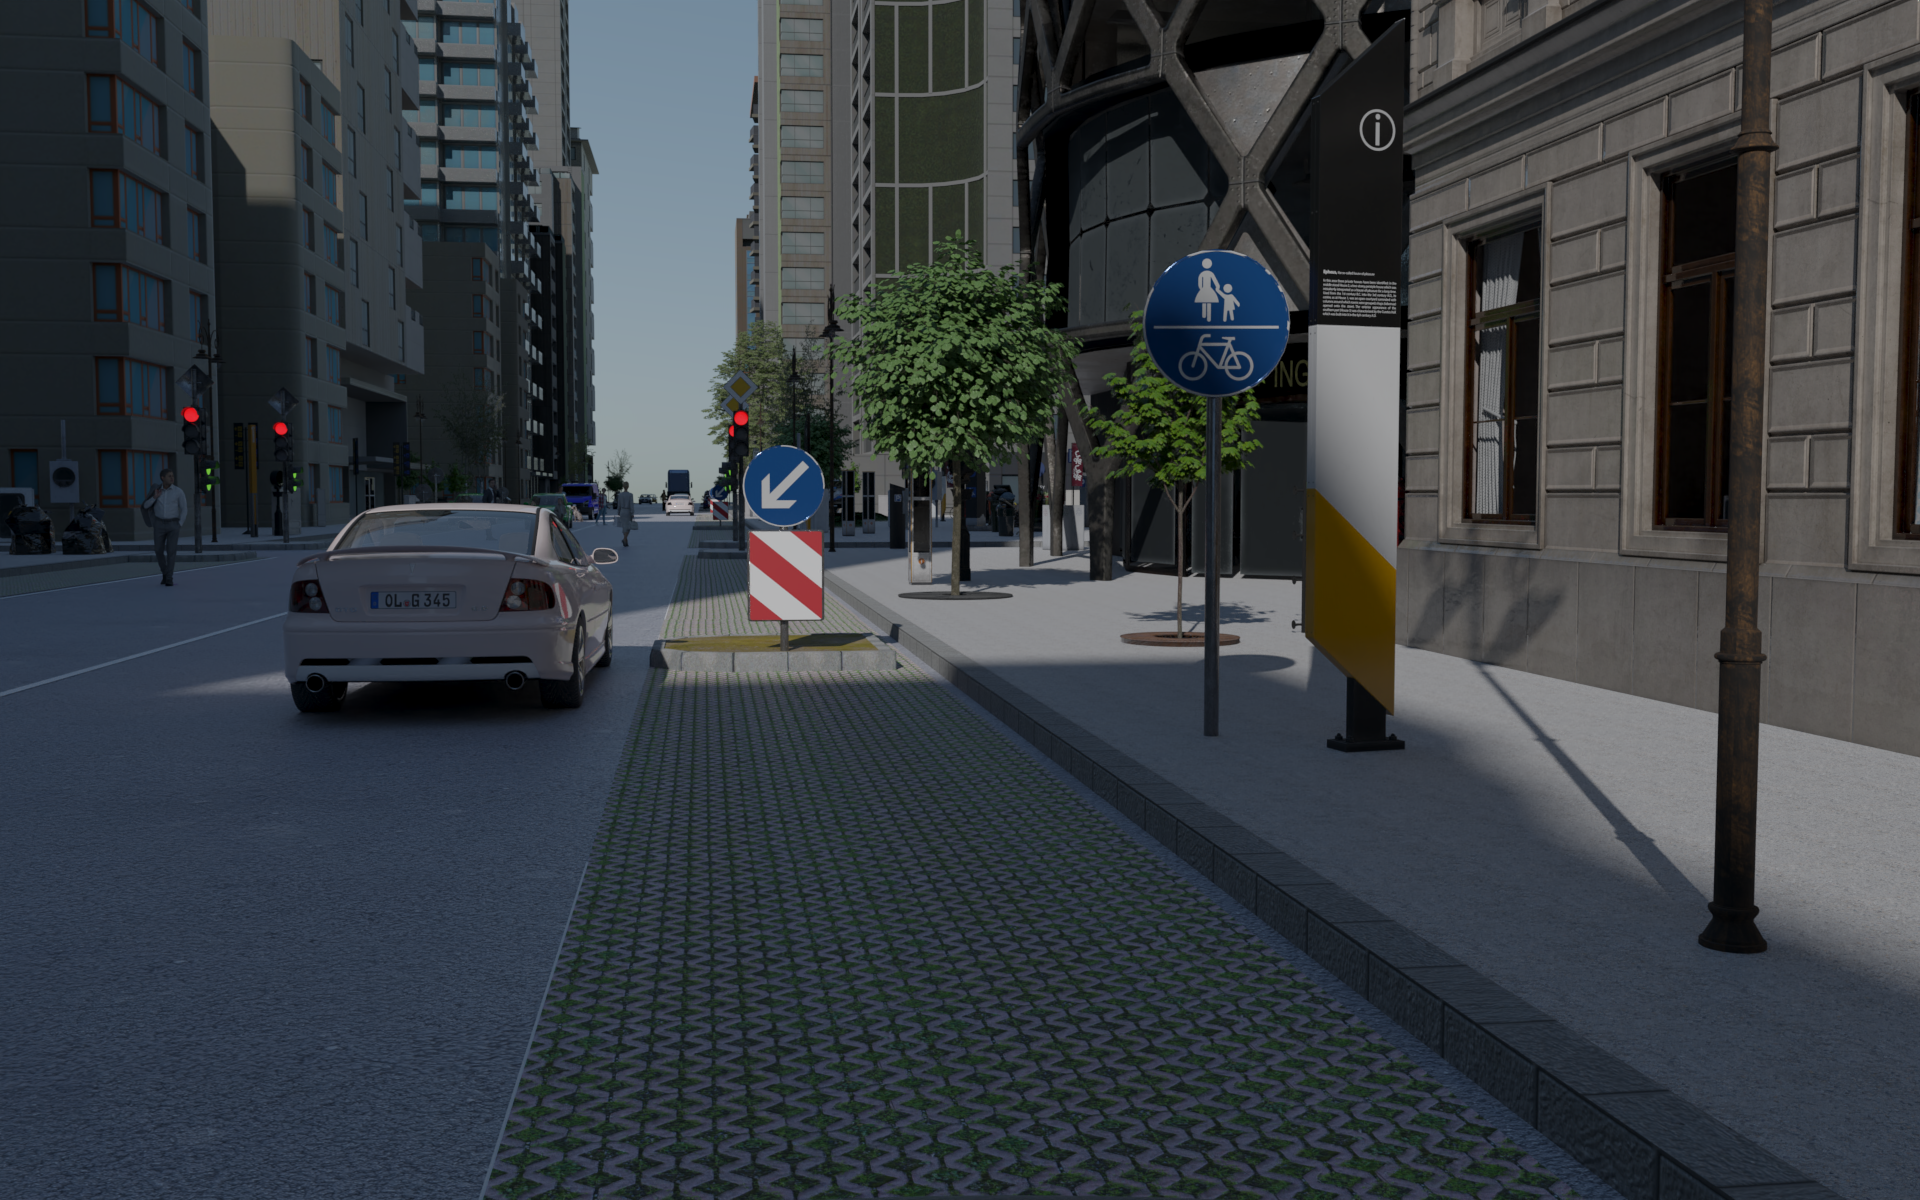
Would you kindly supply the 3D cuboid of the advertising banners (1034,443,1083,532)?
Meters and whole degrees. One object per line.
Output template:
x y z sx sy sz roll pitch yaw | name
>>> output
3.296 -3.833 58.854 2.074 3.025 0.090 -1 4 -15 | advertising banners

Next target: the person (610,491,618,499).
-36.928 -10.835 185.784 0.705 1.807 1.348 3 5 42 | person

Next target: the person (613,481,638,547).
-9.127 -2.341 47.126 0.694 1.780 0.624 2 4 30 | person

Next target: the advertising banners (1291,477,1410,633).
4.077 -1.220 16.135 2.074 3.025 0.090 -1 4 -14 | advertising banners

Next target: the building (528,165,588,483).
-52.788 -32.154 209.305 14.154 41.232 14.086 -1 4 -8 | building

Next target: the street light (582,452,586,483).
-41.023 -13.243 189.308 0.468 5.910 1.993 -1 4 -8 | street light

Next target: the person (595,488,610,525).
-16.488 -4.313 79.850 0.643 1.720 0.563 2 4 30 | person

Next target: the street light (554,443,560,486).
-36.120 -11.178 155.547 0.468 5.910 1.993 -1 4 -8 | street light

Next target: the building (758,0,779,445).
-7.230 -37.374 153.058 21.231 58.520 28.212 -1 4 -8 | building

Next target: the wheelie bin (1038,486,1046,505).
2.950 -3.770 69.547 0.980 1.594 0.693 -2 4 -35 | wheelie bin

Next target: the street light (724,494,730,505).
-28.374 -14.565 210.930 0.468 5.910 1.993 -1 4 -8 | street light

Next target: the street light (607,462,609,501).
-48.056 -16.147 236.791 0.468 5.910 1.993 -1 4 -8 | street light

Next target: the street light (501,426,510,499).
-29.833 -8.617 113.675 0.468 5.910 1.993 -1 4 -8 | street light

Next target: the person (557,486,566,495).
-17.981 -4.236 77.856 0.616 1.811 0.778 -2 4 -24 | person

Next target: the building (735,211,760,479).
-28.296 -38.116 273.304 14.600 45.320 14.200 -1 4 -8 | building

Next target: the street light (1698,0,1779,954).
2.194 -1.954 4.740 0.468 5.910 1.993 -1 4 -8 | street light

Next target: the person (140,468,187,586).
-12.488 -1.136 27.182 0.679 1.850 0.850 -1 4 -17 | person

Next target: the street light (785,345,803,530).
-5.159 -4.963 53.938 0.468 5.910 1.993 -1 4 -8 | street light

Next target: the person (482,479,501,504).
-14.508 -2.804 53.715 0.474 1.900 0.648 0 4 1 | person

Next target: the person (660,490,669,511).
-25.295 -8.535 148.135 0.705 1.812 1.348 1 4 23 | person

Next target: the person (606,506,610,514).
-24.330 -6.340 117.656 1.012 1.151 0.738 0 4 1 | person

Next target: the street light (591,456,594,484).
-43.160 -14.097 203.280 0.468 5.910 1.993 -1 4 -8 | street light

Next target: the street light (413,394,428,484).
-24.944 -6.567 80.163 0.468 5.910 1.993 -1 4 -8 | street light

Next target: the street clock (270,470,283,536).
-20.837 -2.957 52.921 0.358 2.002 0.471 1 4 13 | street clock

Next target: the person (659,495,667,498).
-41.438 -14.285 242.189 1.348 1.807 0.705 2 4 26 | person

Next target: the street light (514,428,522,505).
-30.999 -9.111 121.747 0.468 5.910 1.993 -1 4 -8 | street light

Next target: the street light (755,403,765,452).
-10.056 -7.013 87.448 0.468 5.910 1.993 -1 4 -8 | street light

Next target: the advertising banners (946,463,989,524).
0.326 -4.837 75.270 2.074 3.025 0.090 0 4 4 | advertising banners

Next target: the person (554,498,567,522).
-14.044 -2.943 60.893 0.640 1.303 0.475 3 5 41 | person

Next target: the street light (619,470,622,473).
-53.072 -18.205 270.437 0.468 5.910 1.993 -1 4 -8 | street light

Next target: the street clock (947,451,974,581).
0.033 -1.282 25.531 0.358 2.002 0.471 -2 4 -34 | street clock

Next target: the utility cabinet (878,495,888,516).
-4.005 -5.117 94.817 1.020 1.237 0.306 3 5 42 | utility cabinet

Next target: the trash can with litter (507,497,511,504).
-31.032 -6.610 119.462 1.055 1.170 0.624 0 4 8 | trash can with litter

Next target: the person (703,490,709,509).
-24.366 -9.683 166.827 0.705 1.822 1.348 3 4 37 | person

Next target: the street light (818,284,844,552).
-2.835 -4.003 38.231 0.468 5.910 1.993 -1 4 -8 | street light

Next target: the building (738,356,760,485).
-15.225 -23.502 229.299 27.650 21.520 28.899 -1 4 -8 | building

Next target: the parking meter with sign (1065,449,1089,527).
5.012 -4.315 66.812 1.738 3.016 0.543 -2 4 -35 | parking meter with sign

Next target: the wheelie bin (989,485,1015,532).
1.428 -3.079 58.252 0.980 1.594 0.693 2 4 32 | wheelie bin

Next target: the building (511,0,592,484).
-59.107 -48.159 225.656 20.563 71.187 20.611 -1 4 -8 | building

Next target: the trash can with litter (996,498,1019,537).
1.630 -2.512 52.459 1.055 1.170 0.624 0 4 -4 | trash can with litter

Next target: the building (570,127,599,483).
-67.213 -40.443 250.488 28.713 52.752 27.495 -1 4 -8 | building

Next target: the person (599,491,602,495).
-38.592 -10.853 186.043 1.348 1.812 0.705 0 4 6 | person

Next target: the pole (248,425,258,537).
-20.894 -3.507 51.185 0.158 3.312 0.155 0 3 0 | pole

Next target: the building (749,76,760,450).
-10.787 -32.252 181.945 22.147 44.769 28.867 -1 4 -8 | building

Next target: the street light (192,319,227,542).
-19.806 -4.468 45.837 0.468 5.910 1.993 -1 4 -8 | street light
